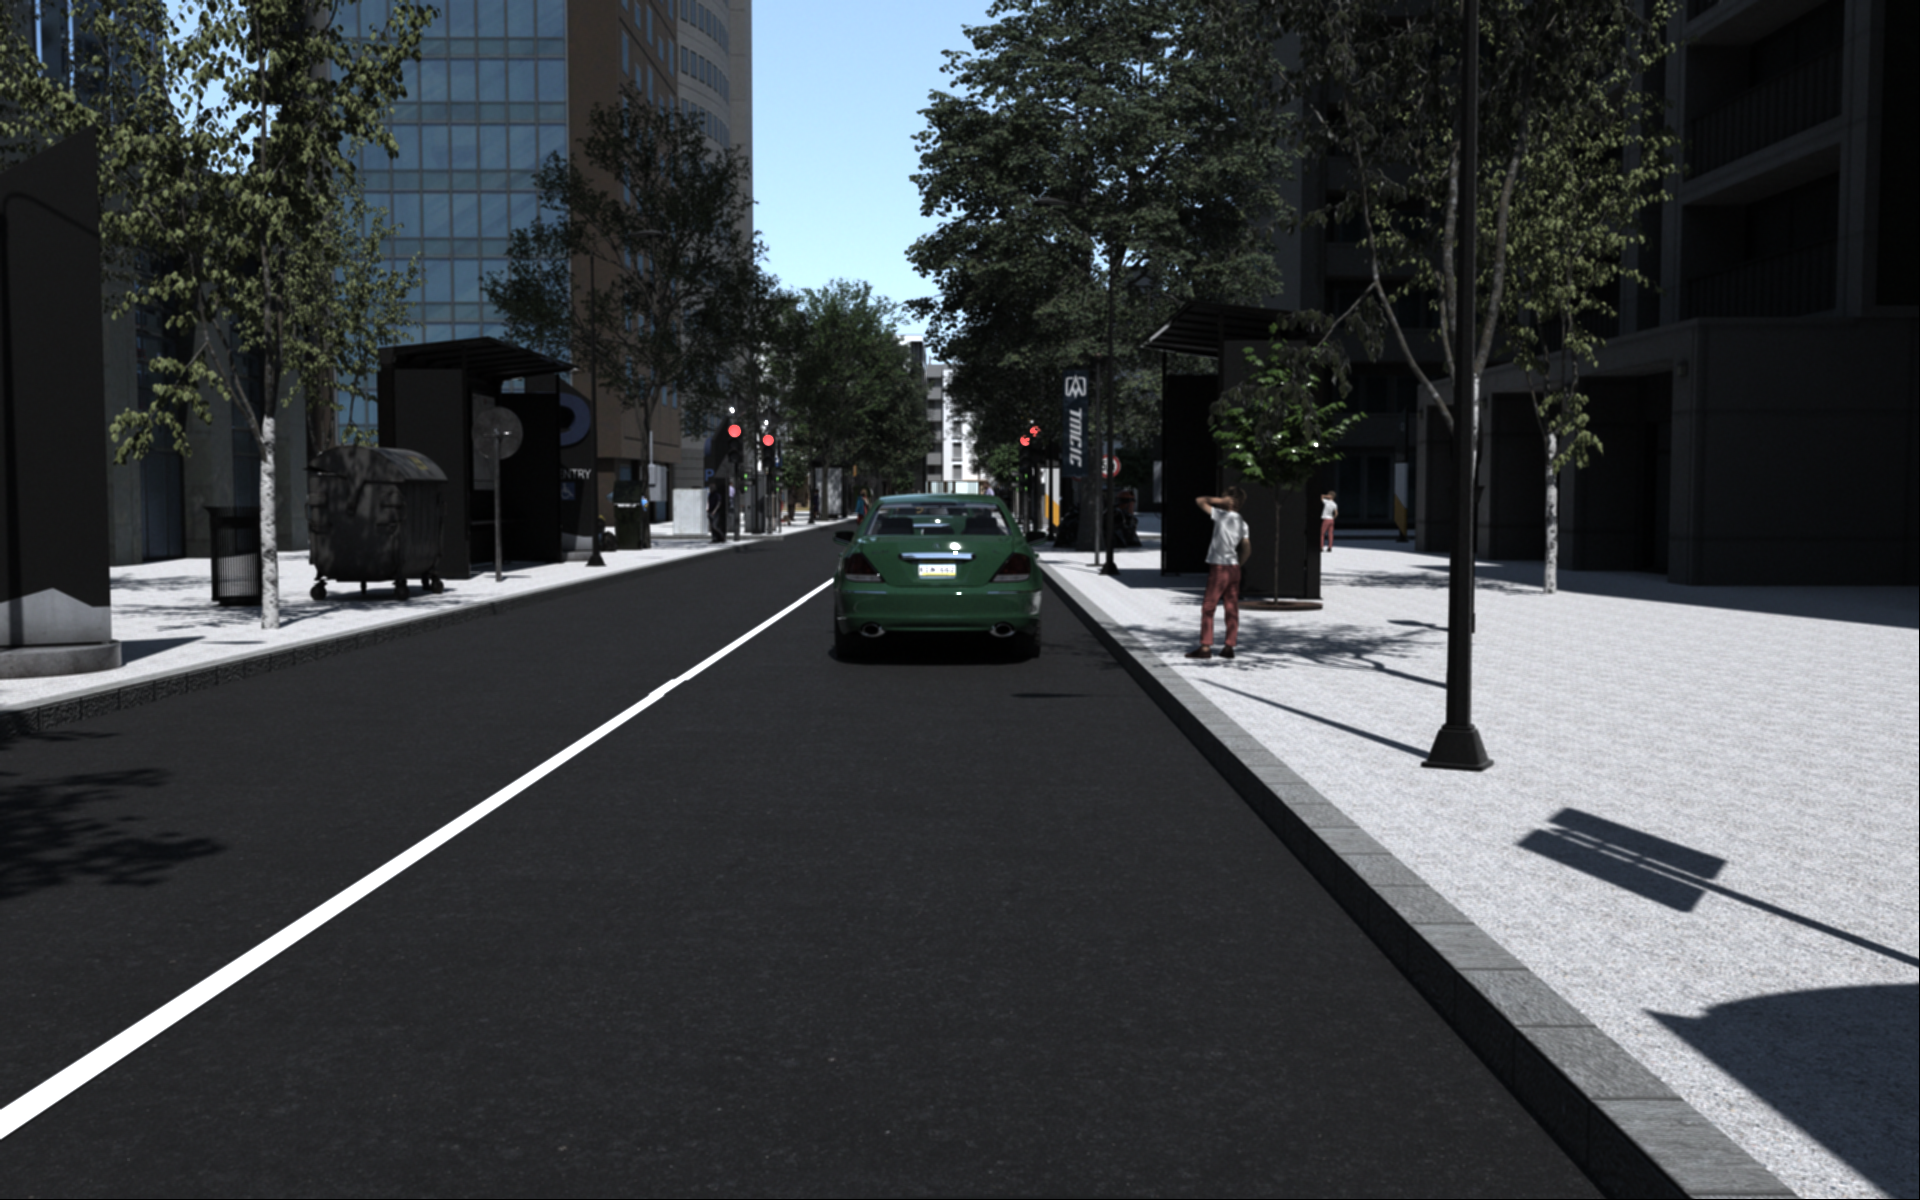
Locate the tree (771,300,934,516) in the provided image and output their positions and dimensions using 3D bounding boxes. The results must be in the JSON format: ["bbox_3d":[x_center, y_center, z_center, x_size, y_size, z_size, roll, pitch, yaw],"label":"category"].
[{"bbox_3d":[-6.783,-11.347,102.533,9.611,12.733,9.660,0,3,0],"label":"tree"}]

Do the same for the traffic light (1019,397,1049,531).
[{"bbox_3d":[2.032,-3.551,46.981,0.839,4.253,0.868,0,4,0],"label":"traffic light"}]

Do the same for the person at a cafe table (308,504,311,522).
[{"bbox_3d":[-23.061,-3.285,62.229,1.698,1.524,1.622,0,4,-3],"label":"person at a cafe table"}]

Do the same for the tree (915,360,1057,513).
[{"bbox_3d":[3.600,-12.641,117.043,12.009,13.543,11.850,0,3,0],"label":"tree"}]

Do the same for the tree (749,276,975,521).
[{"bbox_3d":[-6.220,-9.527,81.516,9.928,11.665,9.643,0,3,0],"label":"tree"}]

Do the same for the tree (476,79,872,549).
[{"bbox_3d":[-7.544,-6.463,40.075,8.767,10.594,7.601,1,4,21],"label":"tree"}]

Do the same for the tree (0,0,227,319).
[{"bbox_3d":[-11.573,-4.332,21.183,4.360,8.622,3.978,0,3,0],"label":"tree"}]

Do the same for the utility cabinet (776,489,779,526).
[{"bbox_3d":[-7.359,-3.611,67.722,0.318,1.500,1.173,1,4,10],"label":"utility cabinet"}]

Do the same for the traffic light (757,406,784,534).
[{"bbox_3d":[-6.027,-4.040,54.972,0.839,4.253,0.868,0,4,0],"label":"traffic light"}]

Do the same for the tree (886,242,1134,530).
[{"bbox_3d":[2.561,-7.798,61.912,7.601,10.594,8.767,-3,4,-38],"label":"tree"}]

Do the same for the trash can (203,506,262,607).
[{"bbox_3d":[-8.290,-0.506,19.923,0.748,1.137,0.748,0,3,0],"label":"trash can"}]

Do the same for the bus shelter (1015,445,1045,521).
[{"bbox_3d":[3.679,-5.809,86.266,1.731,3.624,6.357,0,3,0],"label":"bus shelter"}]

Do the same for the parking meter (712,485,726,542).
[{"bbox_3d":[-6.414,-2.307,46.126,0.372,1.533,0.369,0,3,0],"label":"parking meter"}]

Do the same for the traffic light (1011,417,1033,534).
[{"bbox_3d":[2.054,-4.039,54.966,0.839,4.253,0.868,0,4,0],"label":"traffic light"}]

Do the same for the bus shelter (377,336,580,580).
[{"bbox_3d":[-7.868,-2.303,28.939,1.731,3.624,6.357,0,3,0],"label":"bus shelter"}]

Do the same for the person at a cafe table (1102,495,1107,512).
[{"bbox_3d":[6.456,-4.459,83.759,1.726,1.238,1.698,0,4,-6],"label":"person at a cafe table"}]

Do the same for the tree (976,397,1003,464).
[{"bbox_3d":[4.015,-13.586,147.890,9.928,11.665,9.643,0,3,0],"label":"tree"}]

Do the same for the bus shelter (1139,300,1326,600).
[{"bbox_3d":[3.646,-2.006,24.080,1.731,3.624,6.357,0,4,0],"label":"bus shelter"}]

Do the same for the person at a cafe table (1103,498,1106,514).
[{"bbox_3d":[6.422,-4.732,85.887,1.622,1.524,1.698,1,4,10],"label":"person at a cafe table"}]

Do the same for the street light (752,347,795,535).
[{"bbox_3d":[-5.923,-5.035,54.862,1.470,5.913,1.316,0,4,0],"label":"street light"}]

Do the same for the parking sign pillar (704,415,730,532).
[{"bbox_3d":[-8.241,-4.293,58.670,1.447,3.967,1.447,1,4,14],"label":"parking sign pillar"}]

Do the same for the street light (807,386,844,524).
[{"bbox_3d":[-5.851,-6.219,74.217,1.470,5.913,1.316,0,4,0],"label":"street light"}]

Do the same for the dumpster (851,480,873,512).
[{"bbox_3d":[-6.728,-7.055,117.845,1.502,2.255,1.985,0,4,0],"label":"dumpster"}]

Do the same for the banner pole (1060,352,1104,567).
[{"bbox_3d":[2.210,-2.490,30.733,0.863,3.779,0.401,0,4,4],"label":"banner pole"}]

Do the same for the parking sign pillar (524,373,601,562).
[{"bbox_3d":[-7.675,-2.746,33.372,1.447,3.967,1.447,-2,4,-35],"label":"parking sign pillar"}]

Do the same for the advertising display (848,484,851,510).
[{"bbox_3d":[-7.047,-6.428,110.312,0.123,1.923,0.974,0,4,-8],"label":"advertising display"}]

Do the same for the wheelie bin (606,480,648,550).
[{"bbox_3d":[-7.646,-1.954,39.852,0.980,1.594,0.693,0,4,-3],"label":"wheelie bin"}]

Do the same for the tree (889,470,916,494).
[{"bbox_3d":[-6.788,-13.383,202.519,4.285,4.588,4.351,0,3,0],"label":"tree"}]

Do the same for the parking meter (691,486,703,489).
[{"bbox_3d":[-8.597,-2.953,56.686,0.372,1.533,0.369,0,3,0],"label":"parking meter"}]

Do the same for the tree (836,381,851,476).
[{"bbox_3d":[-6.441,-13.683,130.376,9.857,13.997,8.962,0,3,0],"label":"tree"}]

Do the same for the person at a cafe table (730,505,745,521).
[{"bbox_3d":[-10.258,-4.639,84.364,1.622,1.524,1.698,2,4,29],"label":"person at a cafe table"}]

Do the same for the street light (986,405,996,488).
[{"bbox_3d":[1.929,-6.044,71.356,1.470,5.913,1.316,0,4,0],"label":"street light"}]

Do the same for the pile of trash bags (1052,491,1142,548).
[{"bbox_3d":[3.619,-2.015,42.699,1.912,1.369,3.447,2,4,23],"label":"pile of trash bags"}]

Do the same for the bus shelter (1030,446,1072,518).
[{"bbox_3d":[3.917,-4.945,74.767,2.014,3.302,5.546,0,3,0],"label":"bus shelter"}]

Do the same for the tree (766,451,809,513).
[{"bbox_3d":[-11.628,-8.211,117.957,4.285,4.588,4.351,0,3,0],"label":"tree"}]

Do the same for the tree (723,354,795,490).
[{"bbox_3d":[-10.345,-8.537,89.948,4.360,8.622,3.978,0,3,0],"label":"tree"}]

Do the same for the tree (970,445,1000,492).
[{"bbox_3d":[3.431,-14.948,194.761,4.360,8.622,3.978,0,3,0],"label":"tree"}]

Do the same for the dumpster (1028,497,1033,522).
[{"bbox_3d":[3.875,-4.669,78.824,1.502,2.255,1.985,0,4,0],"label":"dumpster"}]

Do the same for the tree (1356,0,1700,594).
[{"bbox_3d":[7.384,-4.383,22.017,4.737,8.622,4.395,0,3,0],"label":"tree"}]

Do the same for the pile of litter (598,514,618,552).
[{"bbox_3d":[-8.297,-1.493,38.378,1.176,0.858,1.719,3,5,40],"label":"pile of litter"}]

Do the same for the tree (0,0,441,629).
[{"bbox_3d":[-6.809,-4.033,16.300,4.737,8.622,4.395,0,3,0],"label":"tree"}]

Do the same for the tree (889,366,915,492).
[{"bbox_3d":[-6.418,-15.396,162.090,12.009,13.543,11.850,0,3,0],"label":"tree"}]

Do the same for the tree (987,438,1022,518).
[{"bbox_3d":[3.111,-6.729,93.725,4.285,4.588,4.351,0,3,0],"label":"tree"}]

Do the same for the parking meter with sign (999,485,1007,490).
[{"bbox_3d":[3.249,-8.038,127.686,0.543,3.016,1.738,3,5,42],"label":"parking meter with sign"}]

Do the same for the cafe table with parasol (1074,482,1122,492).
[{"bbox_3d":[7.414,-5.336,92.116,2.610,1.966,2.610,-1,4,-9],"label":"cafe table with parasol"}]

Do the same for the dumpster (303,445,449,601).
[{"bbox_3d":[-7.211,-0.959,21.440,1.264,1.857,1.865,0,4,0],"label":"dumpster"}]

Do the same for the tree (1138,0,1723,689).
[{"bbox_3d":[3.251,-3.731,11.365,4.360,8.622,3.978,0,3,0],"label":"tree"}]

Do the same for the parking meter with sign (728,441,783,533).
[{"bbox_3d":[-6.780,-3.729,57.222,1.738,3.016,0.543,0,4,0],"label":"parking meter with sign"}]

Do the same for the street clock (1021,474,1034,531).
[{"bbox_3d":[2.162,-3.170,56.405,0.471,2.002,0.358,2,4,25],"label":"street clock"}]

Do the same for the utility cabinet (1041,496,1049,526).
[{"bbox_3d":[3.632,-3.661,71.018,0.306,1.237,1.020,3,5,42],"label":"utility cabinet"}]

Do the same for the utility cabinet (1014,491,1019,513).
[{"bbox_3d":[3.801,-6.464,114.359,0.318,1.500,1.173,0,4,8],"label":"utility cabinet"}]

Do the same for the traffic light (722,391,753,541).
[{"bbox_3d":[-6.049,-3.551,46.987,0.839,4.253,0.868,0,4,0],"label":"traffic light"}]

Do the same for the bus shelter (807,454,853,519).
[{"bbox_3d":[-6.750,-5.925,90.798,2.014,3.302,5.546,0,4,0],"label":"bus shelter"}]

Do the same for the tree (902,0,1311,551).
[{"bbox_3d":[2.889,-8.079,38.754,9.857,13.997,8.962,0,3,0],"label":"tree"}]

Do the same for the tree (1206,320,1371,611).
[{"bbox_3d":[3.510,-1.524,19.511,1.663,3.219,1.824,0,3,0],"label":"tree"}]

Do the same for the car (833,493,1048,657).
[{"bbox_3d":[-0.194,-0.295,16.625,2.131,1.459,4.920,0,4,0],"label":"car"}]

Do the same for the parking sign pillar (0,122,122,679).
[{"bbox_3d":[-6.914,-1.470,12.514,1.447,3.967,1.447,-2,4,-30],"label":"parking sign pillar"}]

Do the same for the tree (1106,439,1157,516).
[{"bbox_3d":[10.105,-7.190,101.266,4.285,4.588,4.351,0,3,0],"label":"tree"}]

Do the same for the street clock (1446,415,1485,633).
[{"bbox_3d":[4.667,-0.700,16.014,0.358,2.002,0.471,0,4,7],"label":"street clock"}]

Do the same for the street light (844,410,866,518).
[{"bbox_3d":[-5.765,-7.453,94.404,1.470,5.913,1.316,0,4,0],"label":"street light"}]
